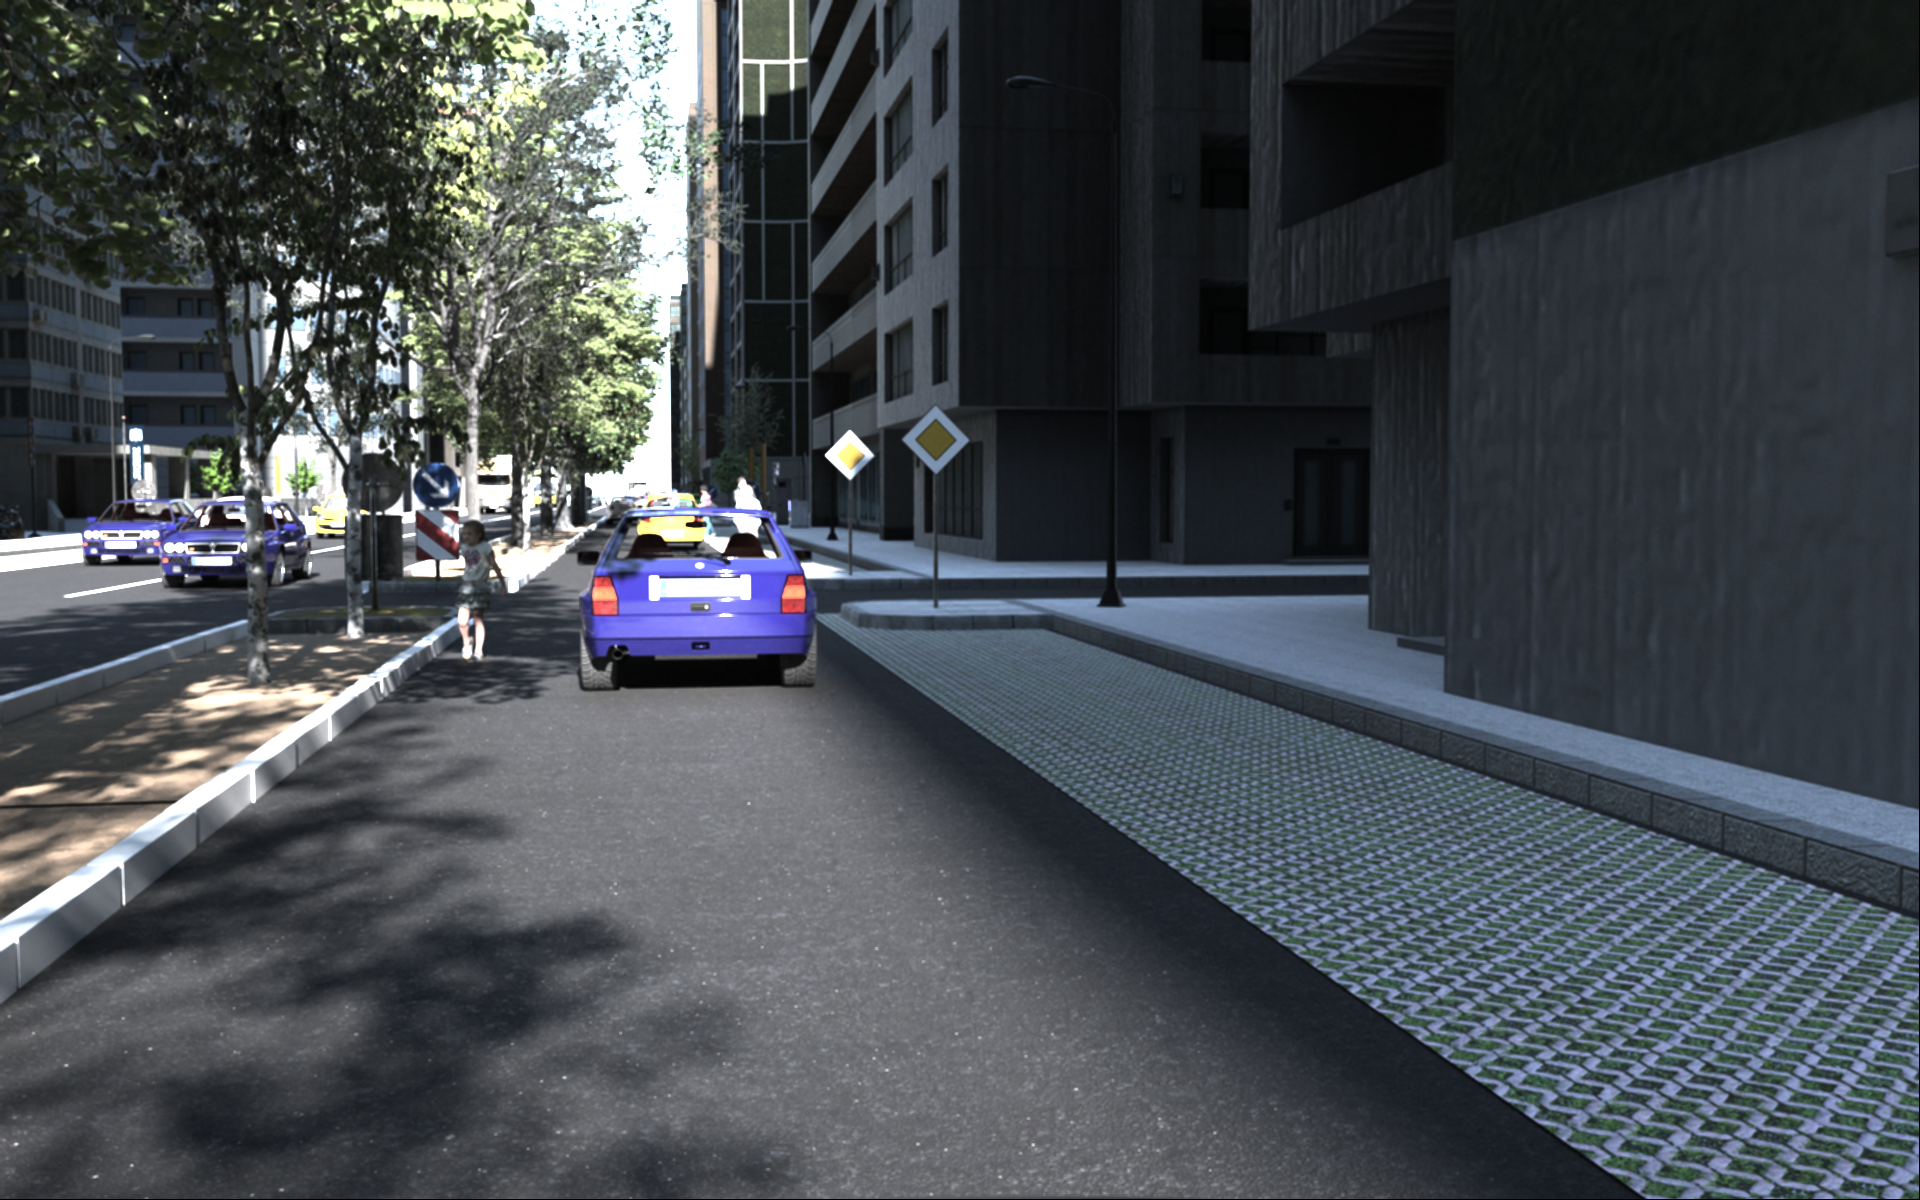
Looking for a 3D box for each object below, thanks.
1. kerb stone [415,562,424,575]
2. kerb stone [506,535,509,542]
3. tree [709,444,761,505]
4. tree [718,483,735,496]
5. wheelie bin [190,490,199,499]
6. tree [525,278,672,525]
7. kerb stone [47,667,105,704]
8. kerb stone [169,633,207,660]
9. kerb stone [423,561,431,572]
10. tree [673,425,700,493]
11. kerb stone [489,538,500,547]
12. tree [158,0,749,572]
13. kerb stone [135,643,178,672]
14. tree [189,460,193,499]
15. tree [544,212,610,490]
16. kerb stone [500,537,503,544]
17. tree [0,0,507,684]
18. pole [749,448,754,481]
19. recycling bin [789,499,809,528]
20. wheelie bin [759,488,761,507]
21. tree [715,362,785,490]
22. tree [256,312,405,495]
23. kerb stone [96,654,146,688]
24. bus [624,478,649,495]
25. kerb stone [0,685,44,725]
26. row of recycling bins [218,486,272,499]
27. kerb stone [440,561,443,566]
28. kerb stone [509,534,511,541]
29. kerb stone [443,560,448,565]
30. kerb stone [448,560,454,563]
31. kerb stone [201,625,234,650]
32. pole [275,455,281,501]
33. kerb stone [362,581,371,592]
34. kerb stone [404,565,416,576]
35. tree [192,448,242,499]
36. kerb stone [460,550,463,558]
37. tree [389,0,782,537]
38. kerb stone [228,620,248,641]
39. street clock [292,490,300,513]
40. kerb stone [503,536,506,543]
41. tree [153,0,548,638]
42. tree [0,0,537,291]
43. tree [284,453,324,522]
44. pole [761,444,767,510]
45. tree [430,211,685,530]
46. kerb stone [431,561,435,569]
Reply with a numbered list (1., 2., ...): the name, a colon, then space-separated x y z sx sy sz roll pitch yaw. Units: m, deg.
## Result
1. kerb stone: -9.712 -0.530 30.855 0.120 0.150 1.000 -1 4 -10
2. kerb stone: -13.460 -1.761 50.985 0.120 0.150 1.000 -1 4 -10
3. tree: -13.920 -7.622 108.339 4.285 4.588 4.351 0 3 0
4. tree: -15.232 -7.242 113.014 1.663 3.219 1.824 0 3 0
5. wheelie bin: -41.573 -5.281 94.250 0.693 1.594 0.980 -3 4 -37
6. tree: -17.427 -10.350 78.327 9.857 13.997 8.962 0 3 0
7. kerb stone: -6.248 0.612 12.184 0.120 0.150 1.000 -1 4 -10
8. kerb stone: -6.820 0.429 15.197 0.120 0.150 1.000 -1 4 -10
9. kerb stone: -9.902 -0.591 31.859 0.120 0.150 1.000 -1 4 -10
10. tree: -28.357 -14.273 183.723 4.737 8.622 4.395 0 3 0
11. kerb stone: -12.905 -1.576 47.968 0.120 0.150 1.000 -1 4 -10
12. tree: -9.134 -7.297 32.129 12.009 13.543 11.850 0 3 0
13. kerb stone: -6.627 0.489 14.194 0.120 0.150 1.000 -1 4 -10
14. tree: -37.775 -5.552 85.383 1.663 3.219 1.824 0 3 0
15. tree: -10.188 -5.362 40.493 4.360 8.622 3.978 0 3 0
16. kerb stone: -13.087 -1.638 48.974 0.120 0.150 1.000 -1 4 -10
17. tree: -5.227 -3.655 12.572 4.360 8.622 3.978 0 3 0
18. pole: -9.259 -5.084 76.964 0.158 3.312 0.155 0 3 0
19. recycling bin: -6.130 -3.262 65.894 0.722 1.027 0.722 -1 4 -11
20. wheelie bin: -11.154 -5.386 95.969 0.693 1.594 0.980 2 4 34
21. tree: -11.961 -8.988 97.309 4.360 8.622 3.978 0 3 0
22. tree: -31.858 -9.348 87.252 8.767 10.594 7.601 0 4 5
23. kerb stone: -6.427 0.552 13.191 0.120 0.150 1.000 -1 4 -10
24. bus: -38.045 -12.784 203.873 2.948 3.499 13.247 -1 4 -11
25. kerb stone: -6.063 0.674 11.179 0.120 0.150 1.000 -1 4 -10
26. row of recycling bins: -37.866 -5.106 90.603 3.534 1.692 1.069 -1 4 -17
27. kerb stone: -10.281 -0.712 33.871 0.120 0.150 1.000 -1 4 -10
28. kerb stone: -13.655 -1.820 51.998 0.120 0.150 1.000 -1 4 -10
29. kerb stone: -10.469 -0.776 34.875 0.120 0.150 1.000 -1 4 -10
30. kerb stone: -10.651 -0.837 35.885 0.120 0.150 1.000 -1 4 -10
31. kerb stone: -6.999 0.366 16.204 0.120 0.150 1.000 -1 4 -10
32. pole: -35.942 -5.960 91.290 0.158 3.312 0.155 0 3 0
33. kerb stone: -8.788 -0.216 25.795 0.120 0.150 1.000 -1 4 -10
34. kerb stone: -9.539 -0.463 29.848 0.120 0.150 1.000 -1 4 -10
35. tree: -28.020 -4.361 65.908 1.663 3.219 1.824 0 3 0
36. kerb stone: -11.033 -0.960 37.896 0.120 0.150 1.000 -1 4 -10
37. tree: -12.526 -12.148 56.961 12.611 20.169 13.585 0 3 0
38. kerb stone: -7.181 0.309 17.213 0.120 0.150 1.000 -1 4 -10
39. street clock: -31.633 -4.769 82.536 0.471 2.002 0.358 -2 4 -34
40. kerb stone: -13.280 -1.699 49.979 0.120 0.150 1.000 -1 4 -10
41. tree: -6.071 -3.934 17.135 4.737 8.622 4.395 0 3 0
42. tree: -4.166 -5.225 6.010 7.486 12.596 7.792 0 3 0
43. tree: -30.822 -5.289 81.070 1.663 3.219 1.824 0 3 0
44. pole: -7.933 -4.659 70.018 0.158 3.312 0.155 0 3 0
45. tree: -15.676 -9.086 68.021 9.611 12.733 9.660 0 3 0
46. kerb stone: -10.091 -0.652 32.864 0.120 0.150 1.000 -1 4 -10
